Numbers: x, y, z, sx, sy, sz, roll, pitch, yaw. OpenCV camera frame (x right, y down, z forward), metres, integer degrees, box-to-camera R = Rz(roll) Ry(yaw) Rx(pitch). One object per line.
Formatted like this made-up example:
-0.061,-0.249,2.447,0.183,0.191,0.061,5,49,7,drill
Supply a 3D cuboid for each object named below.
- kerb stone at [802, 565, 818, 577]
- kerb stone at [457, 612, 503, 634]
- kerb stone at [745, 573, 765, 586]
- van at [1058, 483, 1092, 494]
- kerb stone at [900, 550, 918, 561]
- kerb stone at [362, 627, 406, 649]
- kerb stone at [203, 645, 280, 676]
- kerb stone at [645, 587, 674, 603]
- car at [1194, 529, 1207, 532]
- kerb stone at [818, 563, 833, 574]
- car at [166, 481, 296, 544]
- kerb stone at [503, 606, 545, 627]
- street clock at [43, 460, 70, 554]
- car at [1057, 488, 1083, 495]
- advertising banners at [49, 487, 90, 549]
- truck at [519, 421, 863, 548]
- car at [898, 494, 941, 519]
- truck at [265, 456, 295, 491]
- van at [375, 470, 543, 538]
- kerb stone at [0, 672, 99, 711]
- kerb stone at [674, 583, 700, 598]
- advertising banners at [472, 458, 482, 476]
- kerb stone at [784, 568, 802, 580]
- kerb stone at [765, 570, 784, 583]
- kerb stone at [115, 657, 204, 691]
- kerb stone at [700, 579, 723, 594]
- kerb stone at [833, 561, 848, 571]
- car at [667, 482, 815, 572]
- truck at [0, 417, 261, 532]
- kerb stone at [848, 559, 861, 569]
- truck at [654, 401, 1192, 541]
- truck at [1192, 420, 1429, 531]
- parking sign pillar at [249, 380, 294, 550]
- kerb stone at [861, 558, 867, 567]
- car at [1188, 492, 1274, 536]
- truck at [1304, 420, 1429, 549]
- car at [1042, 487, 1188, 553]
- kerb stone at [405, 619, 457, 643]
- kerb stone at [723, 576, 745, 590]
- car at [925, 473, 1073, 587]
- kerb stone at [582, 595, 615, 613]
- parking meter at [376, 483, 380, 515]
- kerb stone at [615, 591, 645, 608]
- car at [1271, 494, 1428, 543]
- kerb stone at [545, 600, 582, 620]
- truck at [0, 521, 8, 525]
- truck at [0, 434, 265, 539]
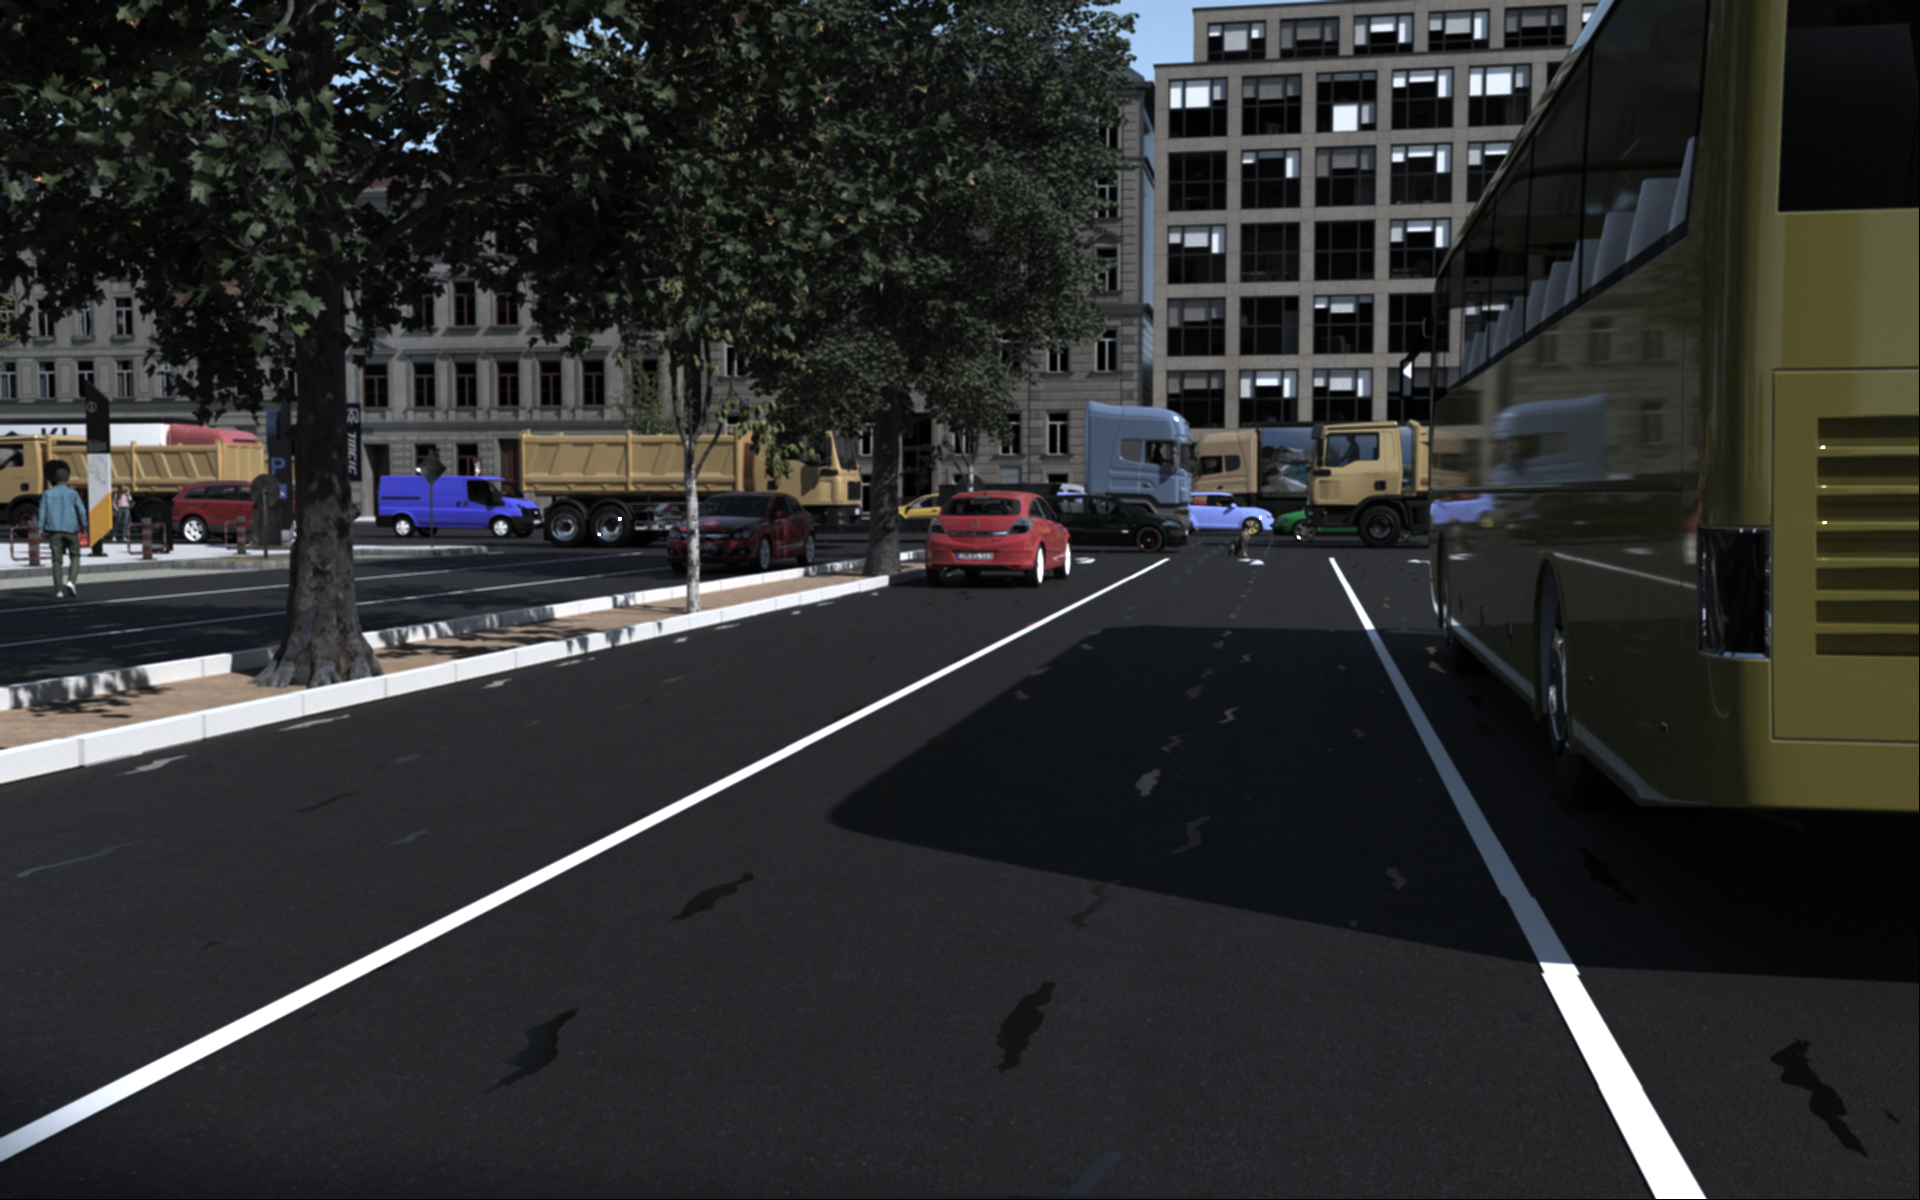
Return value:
-2.711,-0.490,30.204,0.120,0.150,1.000,1,4,11,kerb stone
-5.075,0.253,18.052,0.120,0.150,1.000,1,4,11,kerb stone
-3.305,-0.304,27.171,0.120,0.150,1.000,1,4,11,kerb stone
4.227,-3.473,63.790,4.112,2.044,2.013,1,4,12,van
-1.144,-0.985,38.293,0.120,0.150,1.000,1,4,11,kerb stone
-5.457,0.378,16.023,0.120,0.150,1.000,1,4,11,kerb stone
-5.854,0.501,14.004,0.120,0.150,1.000,1,4,11,kerb stone
-4.087,-0.056,23.110,0.120,0.150,1.000,1,4,11,kerb stone
7.545,-3.543,66.605,5.304,1.827,2.281,1,4,12,car
-2.520,-0.552,31.214,0.120,0.150,1.000,1,4,11,kerb stone
-20.414,-2.560,50.526,5.304,1.827,2.281,1,4,10,car
-4.864,0.192,19.058,0.120,0.150,1.000,1,4,11,kerb stone
-19.176,-1.972,36.815,0.471,2.002,0.358,0,4,5,street clock
3.082,-3.190,61.751,3.694,1.707,1.945,1,4,11,car
-20.929,-2.751,41.164,0.090,3.025,2.074,1,4,11,advertising banners
-6.734,-3.093,46.487,9.791,3.379,3.469,1,4,9,truck
-1.229,-3.675,70.312,3.980,1.641,2.015,1,4,11,car
-30.922,-4.670,72.280,9.791,3.379,3.469,1,4,10,truck
-16.420,-3.223,57.087,5.245,2.365,2.240,1,4,9,van
-6.247,0.625,11.982,0.120,0.150,1.000,1,4,11,kerb stone
-3.886,-0.113,24.118,0.120,0.150,1.000,1,4,11,kerb stone
-22.711,-5.369,83.963,0.090,3.025,2.074,3,5,43,advertising banners
-2.904,-0.428,29.195,0.120,0.150,1.000,1,4,11,kerb stone
-3.101,-0.366,28.186,0.120,0.150,1.000,1,4,11,kerb stone
-6.055,0.563,12.995,0.120,0.150,1.000,1,4,11,kerb stone
-3.694,-0.174,25.128,0.120,0.150,1.000,1,4,11,kerb stone
-2.315,-0.613,32.222,0.120,0.150,1.000,1,4,11,kerb stone
-4.139,-1.475,33.150,2.155,1.783,4.494,1,4,13,car
-30.985,-4.639,64.768,11.283,4.237,2.839,1,4,11,truck
-2.123,-0.675,33.232,0.120,0.150,1.000,1,4,11,kerb stone
-1.808,-3.809,52.039,18.799,4.110,2.967,1,4,10,truck
14.133,-4.835,67.968,11.283,4.237,2.839,1,4,12,truck
-15.814,-3.170,40.302,1.447,3.967,1.447,-1,4,-17,parking sign pillar
-1.928,-0.737,34.247,0.120,0.150,1.000,1,4,11,kerb stone
9.140,-3.113,60.481,3.694,1.707,1.945,1,4,13,car
13.340,-3.068,46.086,9.791,3.379,3.469,1,4,13,truck
3.561,-2.035,43.056,4.222,1.686,2.009,1,4,12,car
-5.266,0.316,17.037,0.120,0.150,1.000,1,4,11,kerb stone
-3.492,-0.242,26.145,0.120,0.150,1.000,1,4,11,kerb stone
0.695,-1.172,28.200,2.155,1.783,4.494,1,4,12,car
-4.482,0.068,21.085,0.120,0.150,1.000,1,4,11,kerb stone
-32.017,-5.495,95.549,0.255,1.863,0.399,-3,4,-36,parking meter
-4.290,0.006,22.096,0.120,0.150,1.000,1,4,11,kerb stone
11.649,-2.609,51.461,4.718,1.807,1.959,1,4,11,car
-4.675,0.133,20.076,0.120,0.150,1.000,1,4,11,kerb stone
-37.824,-5.546,80.435,18.799,4.110,2.967,1,4,12,truck
-27.888,-3.720,56.753,9.791,3.379,3.469,1,4,9,truck
